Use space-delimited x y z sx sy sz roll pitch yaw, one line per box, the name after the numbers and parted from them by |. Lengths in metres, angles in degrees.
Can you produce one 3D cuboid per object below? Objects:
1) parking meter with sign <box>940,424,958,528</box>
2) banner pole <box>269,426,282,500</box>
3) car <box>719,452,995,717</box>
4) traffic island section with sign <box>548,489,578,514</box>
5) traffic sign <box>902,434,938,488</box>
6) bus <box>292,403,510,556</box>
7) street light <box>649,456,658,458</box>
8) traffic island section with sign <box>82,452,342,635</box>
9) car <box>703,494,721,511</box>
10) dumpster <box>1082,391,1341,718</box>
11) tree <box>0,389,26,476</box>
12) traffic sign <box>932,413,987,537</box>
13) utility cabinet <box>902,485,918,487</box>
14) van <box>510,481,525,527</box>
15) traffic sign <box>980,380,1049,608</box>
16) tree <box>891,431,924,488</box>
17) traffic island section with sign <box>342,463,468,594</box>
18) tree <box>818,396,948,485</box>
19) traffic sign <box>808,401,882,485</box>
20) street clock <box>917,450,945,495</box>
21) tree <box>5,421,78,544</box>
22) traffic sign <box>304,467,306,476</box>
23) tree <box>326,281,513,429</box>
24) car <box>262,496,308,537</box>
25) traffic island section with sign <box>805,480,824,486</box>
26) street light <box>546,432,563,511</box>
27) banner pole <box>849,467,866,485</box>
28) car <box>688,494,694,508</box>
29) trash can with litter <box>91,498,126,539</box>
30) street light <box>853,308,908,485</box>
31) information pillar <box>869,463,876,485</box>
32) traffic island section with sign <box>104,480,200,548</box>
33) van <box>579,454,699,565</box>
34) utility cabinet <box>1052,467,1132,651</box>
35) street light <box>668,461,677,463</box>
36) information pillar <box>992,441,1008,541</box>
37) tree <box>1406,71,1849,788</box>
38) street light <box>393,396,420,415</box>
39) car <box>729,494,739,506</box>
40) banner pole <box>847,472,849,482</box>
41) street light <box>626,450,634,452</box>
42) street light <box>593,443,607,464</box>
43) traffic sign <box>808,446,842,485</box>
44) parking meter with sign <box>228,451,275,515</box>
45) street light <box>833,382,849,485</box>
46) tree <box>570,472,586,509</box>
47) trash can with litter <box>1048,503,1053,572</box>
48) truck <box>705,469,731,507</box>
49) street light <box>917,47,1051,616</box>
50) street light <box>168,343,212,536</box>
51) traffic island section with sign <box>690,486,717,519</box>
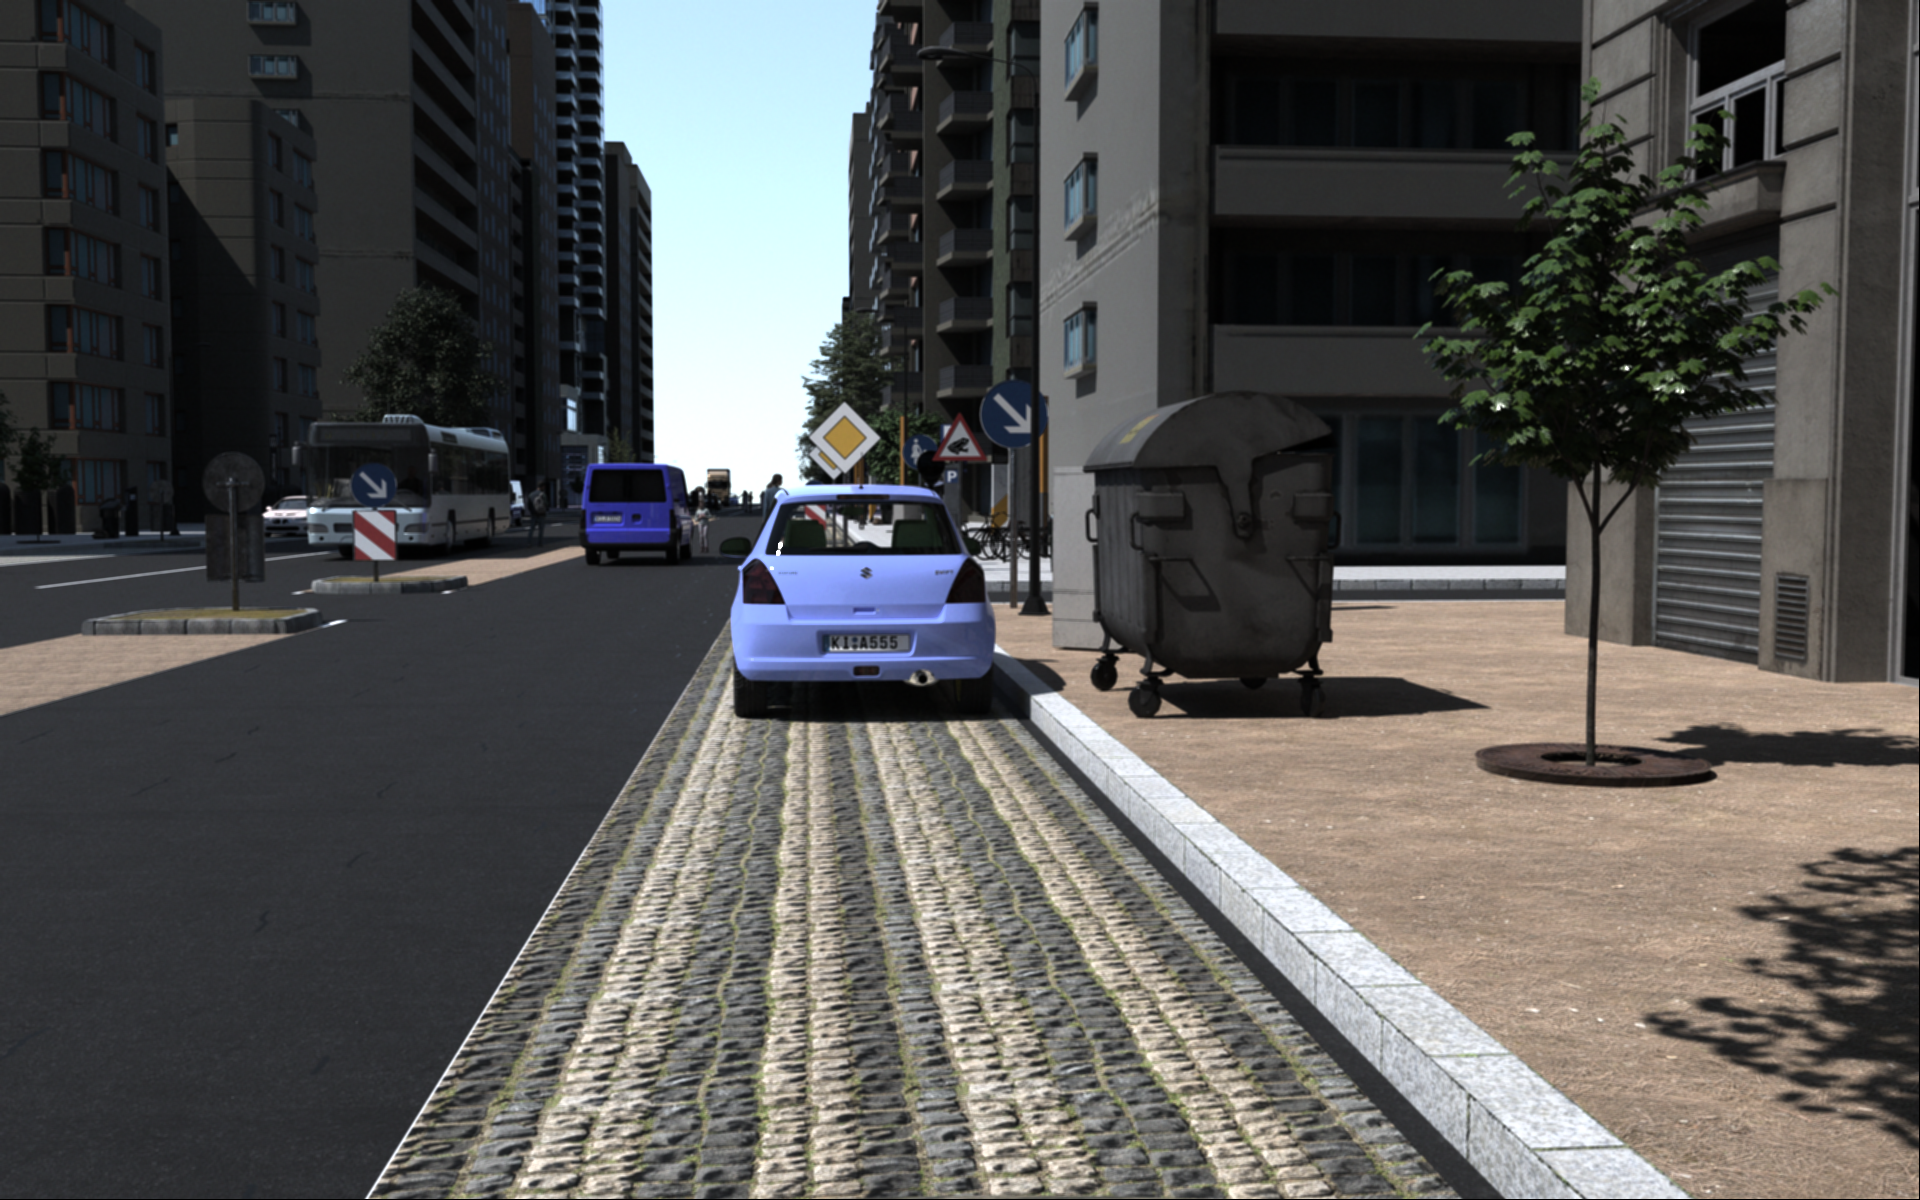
-0.221 -2.823 42.416 0.543 3.016 1.738 0 3 0 | parking meter with sign
-25.116 -4.505 63.676 0.401 3.779 0.863 1 4 13 | banner pole
-0.764 -0.175 12.454 1.945 1.707 3.694 0 4 -6 | car
-28.488 -7.082 124.415 1.989 1.847 2.006 0 4 -5 | traffic island section with sign
-0.844 -2.252 36.918 0.768 2.556 0.104 0 4 -3 | traffic sign
-13.375 -2.930 42.767 2.948 3.499 13.247 0 4 -6 | bus
-37.755 -14.682 212.595 1.470 5.913 1.316 0 4 -5 | street light
-7.928 -0.630 18.441 2.006 1.907 1.989 0 4 -5 | traffic island section with sign
-21.777 -8.620 150.727 2.009 1.686 4.222 0 4 -4 | car
1.508 -0.296 10.595 1.264 1.857 1.865 0 4 -5 | dumpster
-23.582 -3.471 40.459 4.285 4.588 4.351 0 3 0 | tree
-0.003 -1.699 27.779 0.884 2.594 0.081 0 4 2 | traffic sign
-1.283 -2.036 41.970 0.318 1.500 1.173 1 4 20 | utility cabinet
-20.496 -4.399 76.301 2.240 2.365 5.245 0 4 -7 | van
0.604 -1.180 19.398 0.768 2.556 0.104 0 4 1 | traffic sign
-1.598 -3.614 53.686 1.663 3.219 1.824 0 3 0 | tree
-8.568 -1.082 25.820 2.006 1.907 1.989 0 4 -5 | traffic island section with sign
-1.833 -4.562 58.306 4.285 4.588 4.351 0 3 0 | tree
-1.242 -0.922 18.710 0.795 2.450 0.064 0 4 -5 | traffic sign
-0.483 -1.484 28.836 0.471 2.002 0.358 0 4 -2 | street clock
-24.186 -3.093 45.168 1.663 3.219 1.824 0 3 0 | tree
-25.759 -4.218 69.078 0.768 2.556 0.104 0 4 -4 | traffic sign
-28.769 -10.782 93.292 9.611 12.733 9.660 0 3 0 | tree
-22.526 -2.873 59.341 2.083 1.381 4.827 0 4 -5 | car
-4.230 -2.482 49.211 1.989 1.847 2.006 0 4 -5 | traffic island section with sign
-30.366 -9.607 129.621 1.470 5.913 1.316 0 4 -5 | street light
-5.093 -6.023 88.490 0.863 3.779 0.401 0 4 2 | banner pole
-24.560 -9.093 160.465 2.131 1.459 4.920 0 4 -6 | car
-24.419 -2.340 49.643 0.624 1.170 1.055 0 4 -1 | trash can with litter
-1.904 -4.336 43.434 1.470 5.913 1.316 0 4 -5 | street light
-3.920 -5.278 77.654 0.183 3.616 0.504 2 4 30 | information pillar
-21.649 -2.323 46.604 1.989 1.847 2.006 0 4 -5 | traffic island section with sign
-6.779 -1.982 36.787 2.240 2.365 5.245 0 4 -5 | van
1.344 -0.331 14.083 1.173 1.500 0.318 2 4 31 | utility cabinet
-40.286 -16.500 242.309 1.470 5.913 1.316 0 4 -5 | street light
1.089 -3.459 47.912 0.504 3.616 0.183 -2 4 -29 | information pillar
2.926 -0.826 8.112 1.663 3.219 1.824 0 3 0 | tree
-26.184 -6.688 81.896 1.470 5.913 1.316 0 4 -5 | street light
-27.807 -12.298 210.661 1.945 1.707 3.694 0 4 -7 | car
-5.708 -6.154 90.627 0.863 3.779 0.401 -1 4 -18 | banner pole
-35.194 -12.927 183.903 1.470 5.913 1.316 0 4 -5 | street light
-32.957 -11.365 158.356 1.470 5.913 1.316 0 4 -5 | street light
-1.942 -1.408 26.665 0.795 2.450 0.064 0 4 -5 | traffic sign
-28.828 -4.543 70.537 1.738 3.016 0.543 -2 4 -28 | parking meter with sign
-4.574 -6.094 72.173 1.470 5.913 1.316 0 4 -5 | street light
-33.237 -9.542 150.617 1.663 3.219 1.824 0 3 0 | tree
1.947 -1.027 28.177 1.055 1.170 0.624 0 4 6 | trash can with litter
-27.179 -12.610 195.083 2.839 4.237 11.283 0 4 -7 | truck
0.255 -2.793 18.210 1.470 5.913 1.316 0 4 -5 | street light
-23.708 -4.943 53.353 1.470 5.913 1.316 0 4 -5 | street light
-15.166 -5.660 100.670 2.006 1.907 1.989 0 4 -5 | traffic island section with sign
